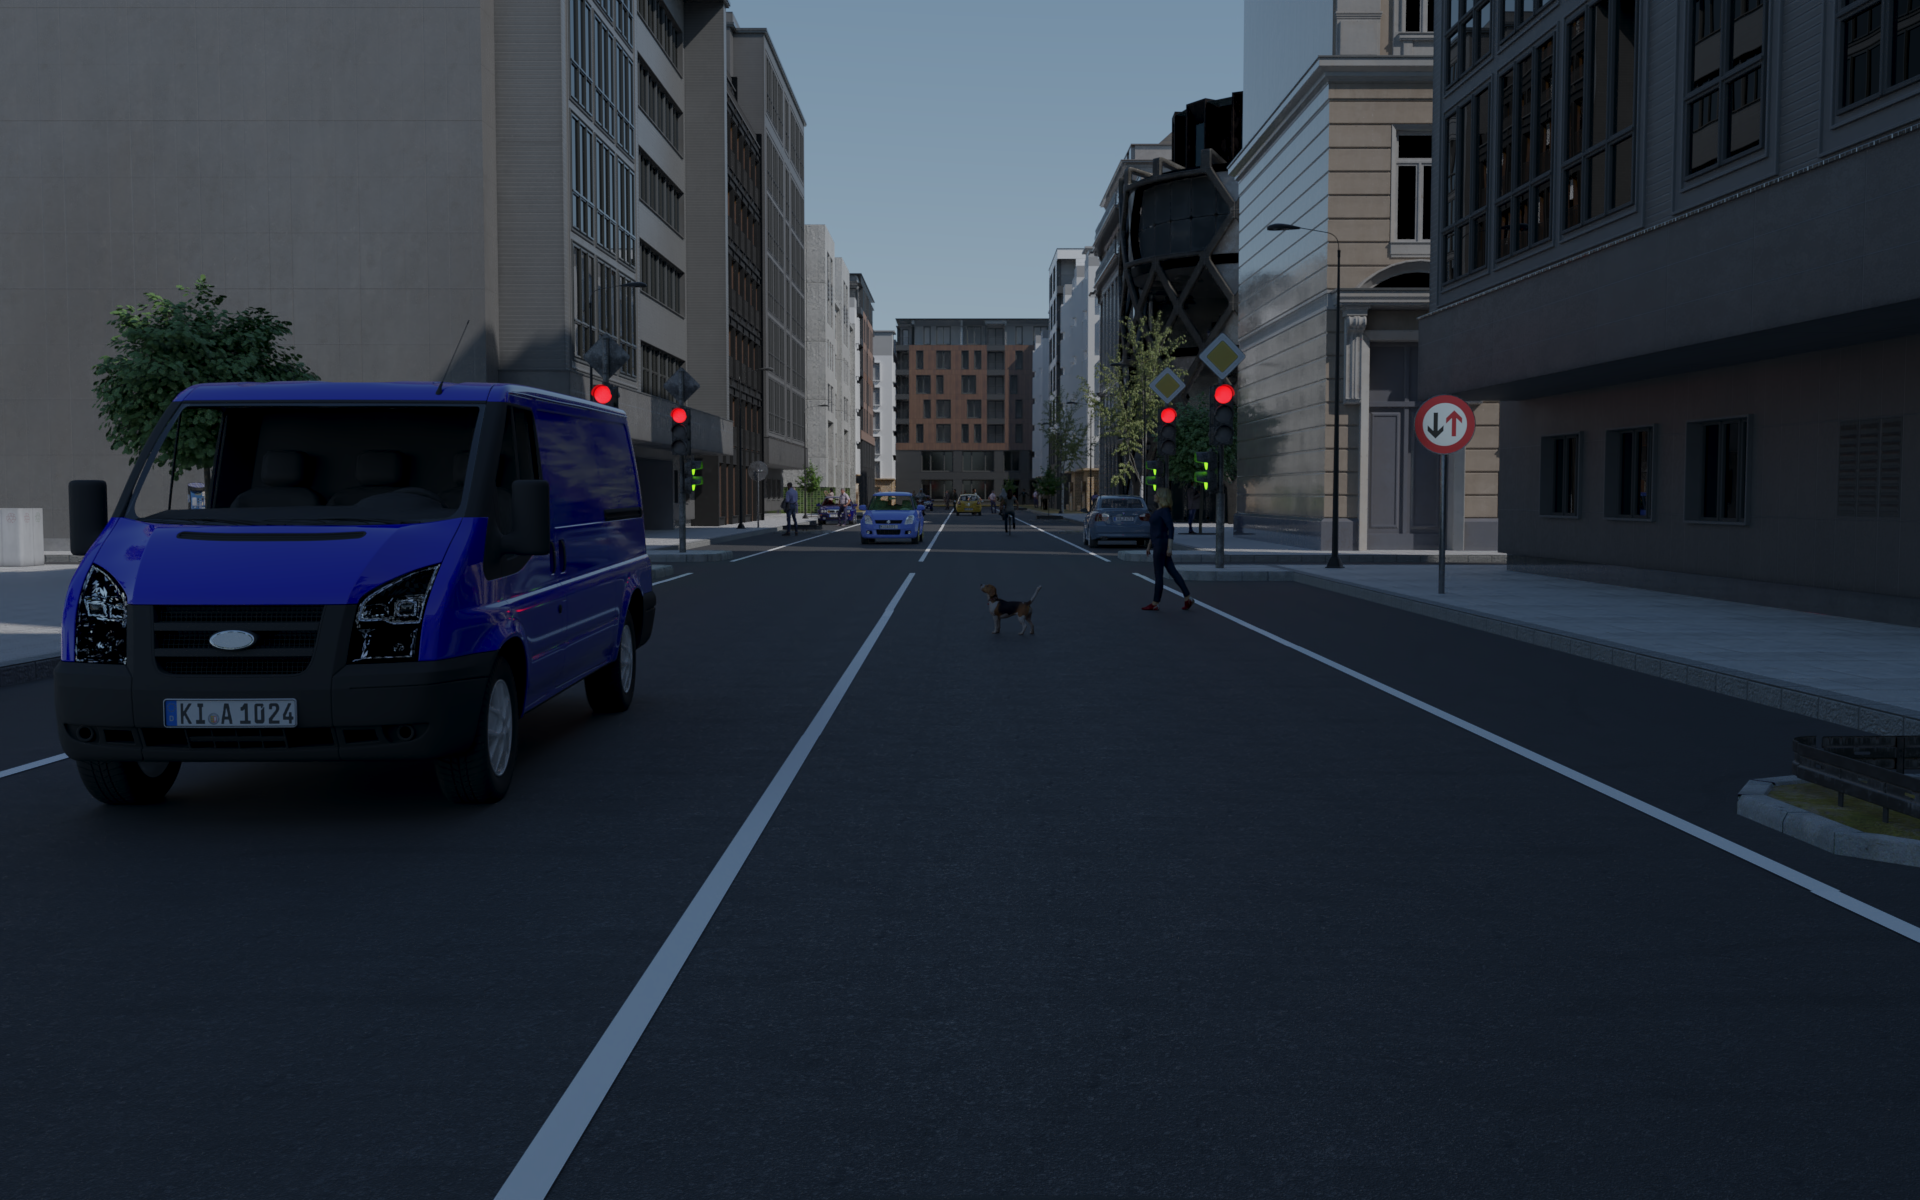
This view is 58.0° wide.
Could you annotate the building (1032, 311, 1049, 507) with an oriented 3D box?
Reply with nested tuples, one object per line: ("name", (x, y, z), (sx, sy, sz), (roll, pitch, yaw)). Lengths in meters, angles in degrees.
("building", (15.730, -19.936, 182.370), (16.016, 20.091, 11.380), (0, 3, 0))

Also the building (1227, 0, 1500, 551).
("building", (17.881, -15.812, 44.435), (20.117, 28.700, 13.634), (0, 3, 0))

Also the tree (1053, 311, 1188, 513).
("tree", (7.082, -7.282, 69.416), (4.737, 8.622, 4.395), (0, 3, 0))

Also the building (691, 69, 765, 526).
("building", (-15.700, -15.061, 75.929), (12.332, 23.373, 15.834), (0, 3, 0))

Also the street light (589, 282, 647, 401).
("street light", (-7.553, -4.007, 38.063), (1.470, 5.913, 1.316), (0, 3, 0))

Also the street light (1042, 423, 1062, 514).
("street light", (6.042, -8.592, 113.022), (1.470, 5.913, 1.316), (0, 3, 0))

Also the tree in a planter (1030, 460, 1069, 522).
("tree in a planter", (4.623, -5.676, 90.021), (1.991, 3.239, 1.994), (0, 3, 0))

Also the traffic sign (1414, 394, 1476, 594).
("traffic sign", (6.197, -1.352, 22.212), (0.768, 2.556, 0.104), (1, 4, 9))

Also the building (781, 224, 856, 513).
("building", (-17.174, -16.092, 129.562), (16.747, 18.905, 31.486), (0, 3, 0))

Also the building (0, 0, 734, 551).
("building", (-16.012, -14.306, 52.975), (14.314, 24.678, 30.058), (0, 3, 0))

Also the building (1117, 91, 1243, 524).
("building", (15.719, -13.044, 80.714), (16.820, 18.784, 16.811), (0, 3, 0))

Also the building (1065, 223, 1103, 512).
("building", (16.272, -16.521, 126.530), (16.016, 20.091, 11.380), (0, 3, 0))

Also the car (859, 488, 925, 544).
("car", (-1.974, -2.525, 50.876), (1.945, 1.707, 3.694), (0, 4, 2))

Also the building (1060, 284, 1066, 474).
("building", (16.114, -17.215, 137.889), (16.016, 20.091, 11.380), (0, 3, 0))

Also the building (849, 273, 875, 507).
("building", (-25.373, -20.198, 174.211), (32.646, 21.610, 27.936), (0, 3, 0))

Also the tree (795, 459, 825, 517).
("tree", (-8.378, -6.195, 95.889), (1.663, 3.219, 1.824), (0, 3, 0))

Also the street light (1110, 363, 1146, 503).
("street light", (6.006, -5.435, 61.398), (1.470, 5.913, 1.316), (0, 3, 0))

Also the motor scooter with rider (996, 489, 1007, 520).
("motor scooter with rider", (2.439, -5.277, 95.238), (0.876, 1.779, 1.986), (0, 4, 0))

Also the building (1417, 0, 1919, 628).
("building", (14.508, -13.636, 16.456), (14.314, 27.812, 24.014), (0, 3, 0))

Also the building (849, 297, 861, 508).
("building", (-16.696, -18.029, 151.196), (16.016, 20.091, 11.380), (0, 3, 0))

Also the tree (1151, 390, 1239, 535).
("tree", (7.611, -4.363, 55.045), (4.285, 4.588, 4.351), (0, 3, 0))

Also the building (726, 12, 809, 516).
("building", (-16.578, -18.509, 96.132), (14.314, 27.812, 24.014), (0, 3, 0))

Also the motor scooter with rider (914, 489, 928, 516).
("motor scooter with rider", (-2.169, -5.155, 93.248), (0.876, 1.779, 1.986), (0, 4, 1))

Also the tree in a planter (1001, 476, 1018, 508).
("tree in a planter", (4.756, -10.395, 167.176), (1.991, 3.239, 1.994), (0, 3, 0))

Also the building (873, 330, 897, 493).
("building", (-13.191, -21.404, 206.371), (11.380, 20.091, 16.016), (0, 3, 0))

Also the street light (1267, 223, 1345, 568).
("street light", (5.962, -3.507, 29.878), (1.470, 5.913, 1.316), (0, 3, 0))

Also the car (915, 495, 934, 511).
("car", (-3.142, -8.211, 146.822), (1.945, 1.354, 3.894), (0, 4, -1))

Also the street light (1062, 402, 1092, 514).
("street light", (6.037, -7.008, 87.124), (1.470, 5.913, 1.316), (0, 3, 0))

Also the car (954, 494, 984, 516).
("car", (0.584, -6.466, 115.944), (2.015, 1.641, 3.980), (0, 4, 0))

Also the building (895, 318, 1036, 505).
("building", (8.832, -22.497, 211.800), (32.646, 21.610, 27.936), (0, 3, 0))

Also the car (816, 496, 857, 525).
("car", (-5.827, -4.259, 82.218), (1.945, 1.354, 3.894), (0, 4, -1))

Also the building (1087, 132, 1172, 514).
("building", (14.909, -15.860, 101.107), (13.314, 21.916, 24.055), (0, 3, 0))

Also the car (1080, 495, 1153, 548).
("car", (4.324, -2.165, 47.395), (2.014, 1.417, 4.499), (0, 4, 1))

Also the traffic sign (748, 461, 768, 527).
("traffic sign", (-7.747, -4.055, 66.410), (0.768, 2.556, 0.104), (0, 4, 1))

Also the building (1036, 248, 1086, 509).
("building", (22.012, -19.350, 160.341), (27.936, 21.610, 32.646), (0, 3, 0))

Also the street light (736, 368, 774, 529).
("street light", (-7.535, -5.576, 63.702), (1.470, 5.913, 1.316), (0, 3, 0))

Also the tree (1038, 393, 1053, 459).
("tree", (7.221, -10.244, 117.848), (4.737, 8.622, 4.395), (0, 3, 0))

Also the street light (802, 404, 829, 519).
("street light", (-7.494, -7.172, 89.807), (1.470, 5.913, 1.316), (0, 3, 0))
